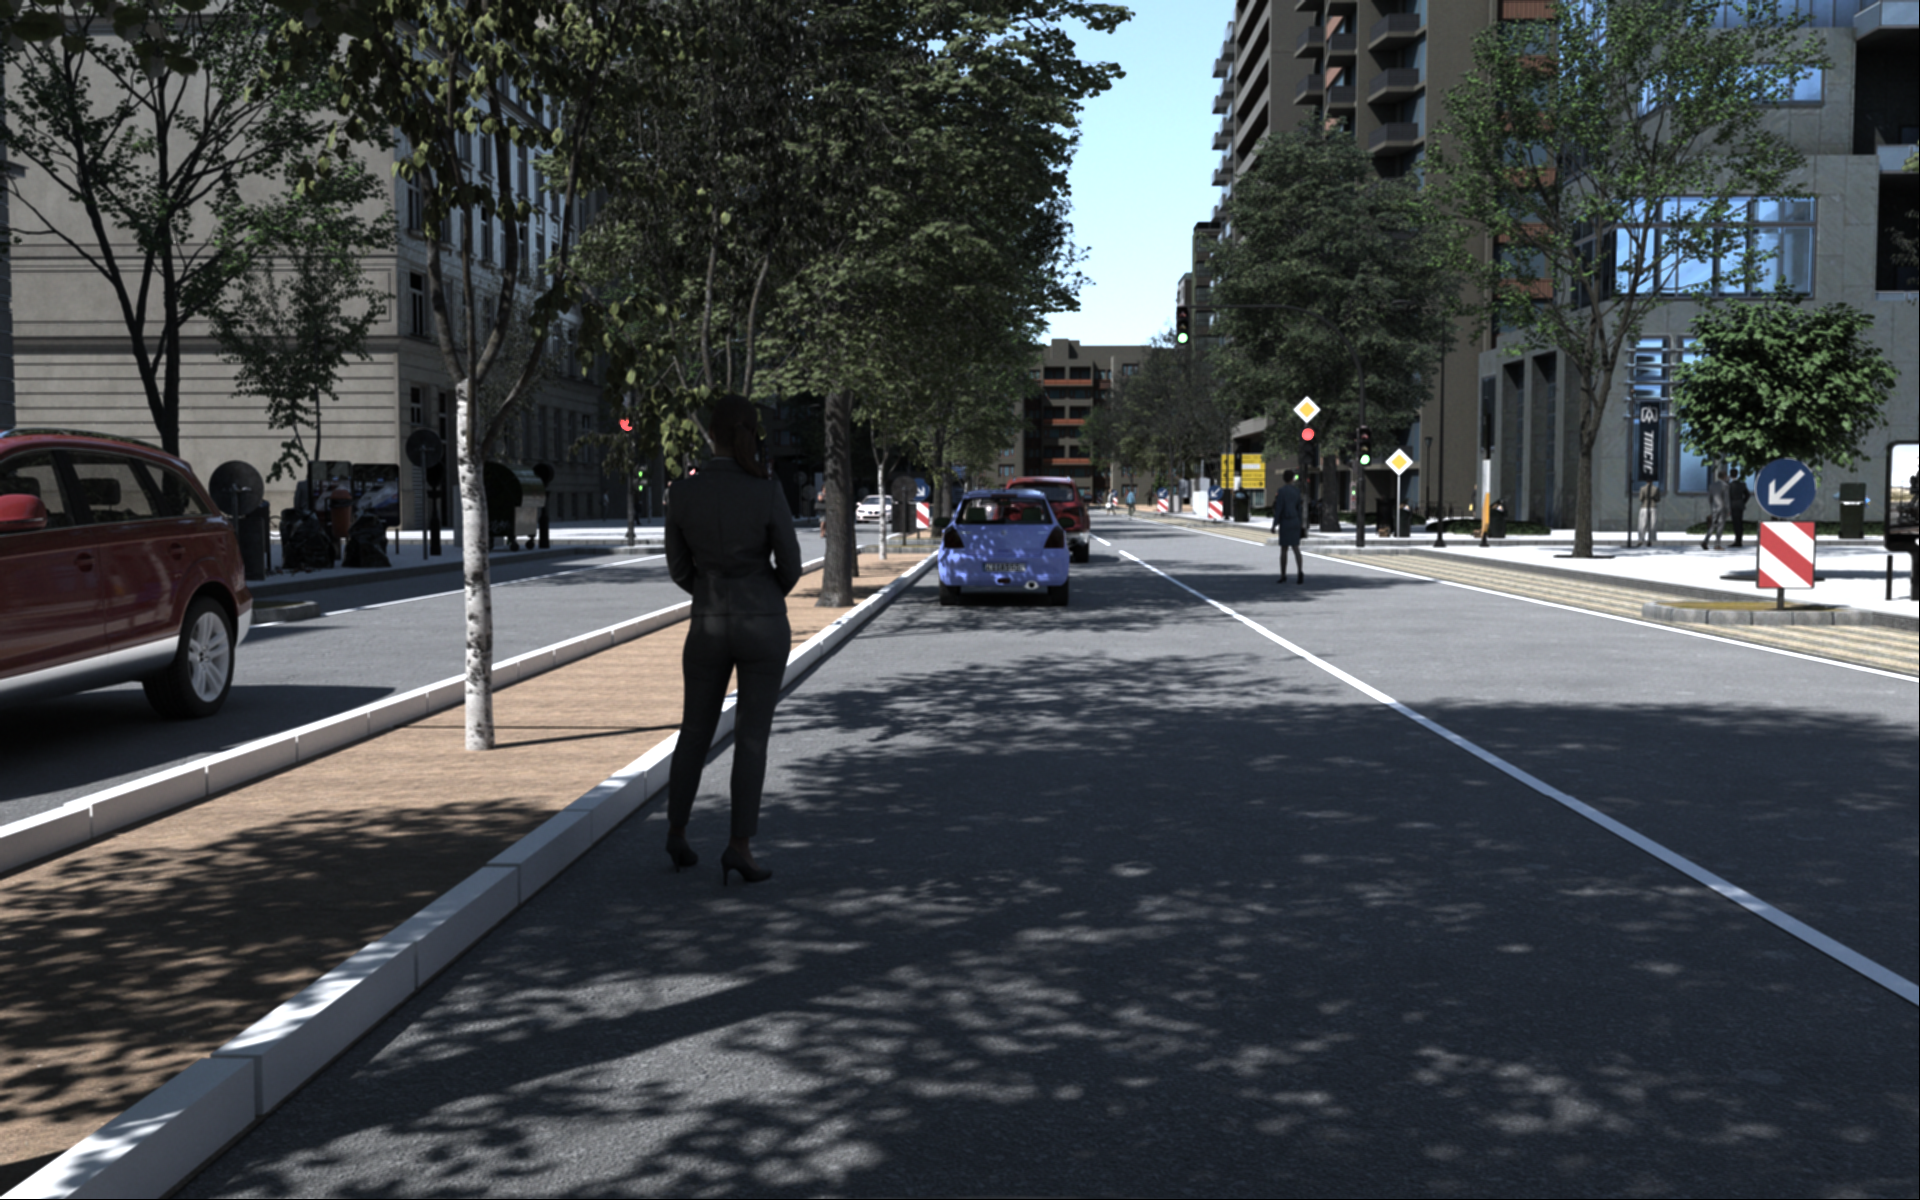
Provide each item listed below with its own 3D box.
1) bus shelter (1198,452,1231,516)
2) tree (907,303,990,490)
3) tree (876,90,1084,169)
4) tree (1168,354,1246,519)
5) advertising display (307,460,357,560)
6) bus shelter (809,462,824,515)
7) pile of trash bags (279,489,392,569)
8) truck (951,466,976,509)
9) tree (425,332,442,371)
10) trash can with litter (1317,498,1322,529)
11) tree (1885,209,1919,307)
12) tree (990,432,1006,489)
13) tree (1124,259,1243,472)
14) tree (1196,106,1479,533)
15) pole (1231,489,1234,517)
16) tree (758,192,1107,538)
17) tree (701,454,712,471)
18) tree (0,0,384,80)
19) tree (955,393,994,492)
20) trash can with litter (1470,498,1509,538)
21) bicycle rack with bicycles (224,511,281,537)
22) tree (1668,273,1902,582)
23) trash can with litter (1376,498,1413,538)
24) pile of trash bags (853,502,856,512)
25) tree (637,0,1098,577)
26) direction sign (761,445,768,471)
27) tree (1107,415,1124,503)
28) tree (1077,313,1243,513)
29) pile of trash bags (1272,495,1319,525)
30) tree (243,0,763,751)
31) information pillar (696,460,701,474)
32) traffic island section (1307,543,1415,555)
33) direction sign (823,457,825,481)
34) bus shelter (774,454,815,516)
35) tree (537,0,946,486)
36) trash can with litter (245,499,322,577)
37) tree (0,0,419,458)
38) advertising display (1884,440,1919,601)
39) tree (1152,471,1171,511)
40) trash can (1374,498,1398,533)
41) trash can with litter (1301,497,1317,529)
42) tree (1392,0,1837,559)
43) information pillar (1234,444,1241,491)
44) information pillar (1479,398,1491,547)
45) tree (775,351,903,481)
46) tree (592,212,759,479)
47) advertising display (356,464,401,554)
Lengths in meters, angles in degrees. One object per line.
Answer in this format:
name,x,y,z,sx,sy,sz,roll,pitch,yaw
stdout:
bus shelter,14.970,-6.660,100.175,1.731,3.624,6.357,0,4,2
tree,-1.644,-5.157,37.144,4.737,8.622,4.395,0,3,0
tree,-1.724,-13.097,72.477,12.611,20.169,13.585,0,3,0
tree,13.049,-8.517,89.611,4.360,8.622,3.978,0,3,0
advertising display,-12.192,-1.734,33.567,0.123,1.923,0.974,2,4,30
bus shelter,-8.400,-7.162,111.022,2.014,3.302,5.546,0,4,2
pile of trash bags,-11.273,-1.318,31.309,1.912,1.369,3.447,-1,4,-17
truck,0.232,-11.197,172.834,2.967,4.110,18.799,0,4,2
tree,-13.575,-6.227,52.173,4.360,8.622,3.978,0,3,0
trash can with litter,13.312,-3.173,63.259,0.624,1.170,1.055,1,4,10
tree,17.276,-4.704,27.277,4.360,8.622,3.978,0,3,0
tree,0.918,-9.720,111.736,4.737,8.622,4.395,0,3,0
tree,13.403,-8.668,67.484,9.928,11.665,9.643,0,3,0
tree,12.346,-9.213,57.287,9.857,13.997,8.962,0,3,0
pole,15.266,-6.301,96.862,0.158,3.312,0.155,0,3,0
tree,-0.622,-7.672,53.655,9.928,11.665,9.643,0,3,0
tree,-9.942,-4.711,71.626,1.663,3.219,1.824,0,3,0
tree,-2.746,-5.032,2.859,7.486,12.596,7.792,0,3,0
tree,0.289,-8.637,94.041,4.360,8.622,3.978,0,3,0
trash can with litter,15.335,-2.374,50.204,1.055,1.170,0.624,3,5,41
bicycle rack with bicycles,-21.693,-2.298,50.955,2.925,0.926,2.852,0,4,-1
tree,12.153,-2.574,25.799,4.285,4.588,4.351,0,3,0
trash can with litter,12.838,-2.437,51.234,1.055,1.170,0.624,2,4,28
pile of trash bags,-8.901,-6.766,120.384,1.912,1.369,3.447,3,5,44
tree,-1.837,-5.678,29.708,8.767,10.594,7.601,0,4,2
direction sign,-8.996,-5.374,79.859,0.379,3.537,0.876,1,4,12
tree,17.121,-16.869,201.555,9.928,11.665,9.643,0,3,0
tree,14.406,-12.606,116.483,12.009,13.543,11.850,0,3,0
pile of trash bags,14.142,-3.901,73.536,1.912,1.369,3.447,-1,4,-11
tree,-2.649,-3.447,9.179,4.737,8.622,4.395,0,3,0
information pillar,-10.360,-4.673,67.760,0.504,3.616,0.183,2,4,33
traffic island section,9.667,-1.192,41.777,2.009,0.180,2.903,0,4,2
direction sign,-8.246,-6.962,105.829,0.379,3.537,0.876,-1,4,-19
bus shelter,-9.853,-6.860,103.440,1.731,3.624,6.357,0,4,2
tree,-2.145,-3.872,16.129,4.360,8.622,3.978,0,3,0
trash can with litter,-11.025,-1.039,28.053,1.678,1.210,2.233,1,4,15
tree,-11.981,-6.110,25.662,9.928,11.665,9.643,0,3,0
advertising display,11.628,-0.950,20.752,0.974,1.923,0.123,1,4,17
tree,14.887,-8.271,129.837,1.663,3.219,1.824,0,3,0
trash can,14.046,-2.782,57.134,0.748,1.137,0.748,0,3,0
trash can with litter,12.303,-3.169,63.199,1.055,1.170,0.624,3,5,43
tree,12.684,-6.646,34.414,9.928,11.665,9.643,0,3,0
information pillar,13.093,-5.522,81.640,0.183,3.616,0.504,-2,4,-25
information pillar,12.733,-3.091,41.900,0.183,3.616,0.504,0,4,6
tree,-8.260,-13.397,125.698,9.857,13.997,8.962,0,3,0
tree,-9.638,-8.309,61.601,9.928,11.665,9.643,0,3,0
advertising display,-12.402,-1.932,36.797,0.974,1.923,0.123,-2,4,-32
